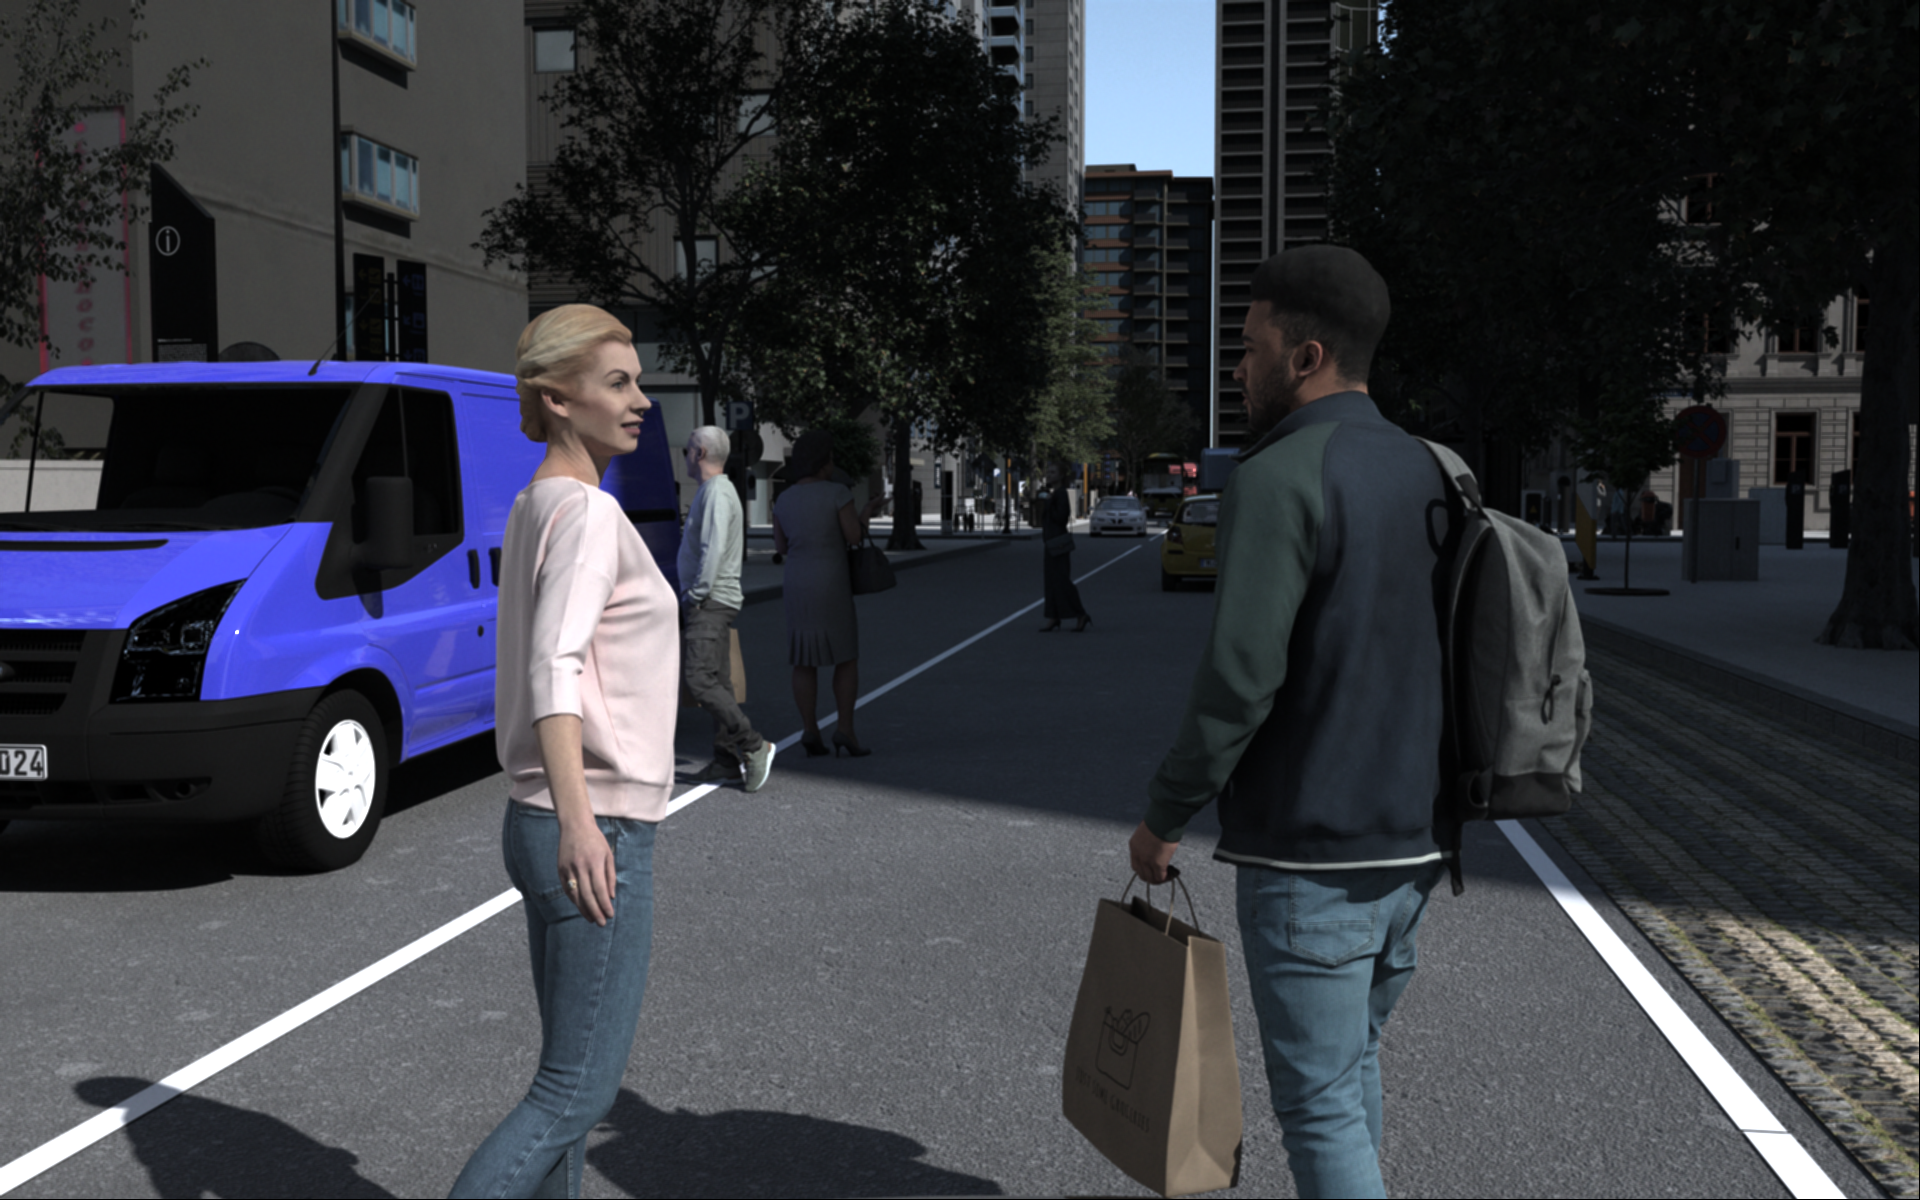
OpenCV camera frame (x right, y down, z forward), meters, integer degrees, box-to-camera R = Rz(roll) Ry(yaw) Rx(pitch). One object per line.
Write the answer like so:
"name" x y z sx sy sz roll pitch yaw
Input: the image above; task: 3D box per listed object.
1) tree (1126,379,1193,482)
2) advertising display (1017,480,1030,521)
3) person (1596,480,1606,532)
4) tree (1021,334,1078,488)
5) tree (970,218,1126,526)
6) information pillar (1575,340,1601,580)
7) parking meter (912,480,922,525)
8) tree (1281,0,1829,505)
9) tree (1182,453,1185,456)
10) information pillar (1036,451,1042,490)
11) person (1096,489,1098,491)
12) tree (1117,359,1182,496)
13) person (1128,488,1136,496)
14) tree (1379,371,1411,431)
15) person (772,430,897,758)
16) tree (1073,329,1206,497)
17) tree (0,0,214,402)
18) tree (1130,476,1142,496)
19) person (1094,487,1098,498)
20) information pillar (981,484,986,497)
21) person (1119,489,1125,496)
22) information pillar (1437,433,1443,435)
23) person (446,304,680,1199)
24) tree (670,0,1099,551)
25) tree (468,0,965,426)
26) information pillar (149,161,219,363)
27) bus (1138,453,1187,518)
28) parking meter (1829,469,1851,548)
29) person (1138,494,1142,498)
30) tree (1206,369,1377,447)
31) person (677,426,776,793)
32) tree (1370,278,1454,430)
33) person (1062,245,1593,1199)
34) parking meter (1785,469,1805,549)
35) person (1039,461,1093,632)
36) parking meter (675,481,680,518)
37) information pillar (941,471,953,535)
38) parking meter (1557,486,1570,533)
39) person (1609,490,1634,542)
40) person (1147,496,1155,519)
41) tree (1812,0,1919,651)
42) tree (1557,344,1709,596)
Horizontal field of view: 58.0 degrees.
"tree" 19.209 -15.429 170.385 7.486 12.596 7.792 0 3 0
"advertising display" 3.126 -4.647 81.189 0.974 1.923 0.123 -1 4 -20
"person" 21.763 -3.242 59.224 0.473 1.802 0.592 0 4 -2
"tree" 3.451 -7.693 76.148 4.737 8.622 4.395 0 3 0
"tree" 2.517 -9.253 69.416 7.486 12.596 7.792 0 3 0
"information pillar" 9.395 -2.114 25.911 0.183 3.616 0.504 -1 4 -9
"parking meter" -1.777 -4.057 72.044 0.399 1.863 0.255 0 4 -7
"tree" 10.487 -7.206 34.821 9.611 12.733 9.660 0 3 0
"tree" 23.374 -14.943 194.687 4.737 8.622 4.395 0 3 0
"information pillar" 4.002 -5.995 89.374 0.504 3.616 0.183 2 4 27
"person" 10.945 -8.081 139.105 0.436 1.711 0.756 0 4 3
"tree" 11.736 -11.297 119.120 7.601 10.594 8.767 0 4 2
"person" 13.032 -7.621 131.592 0.756 1.711 0.436 -1 4 -11
"tree" 24.174 -9.249 101.588 4.360 8.622 3.978 0 3 0
"person" -0.648 -0.038 9.486 0.716 1.782 0.532 2 4 26
"tree" 12.928 -13.417 129.740 12.009 13.543 11.850 0 3 0
"tree" -10.342 -4.131 17.909 4.360 8.622 3.978 0 3 0
"tree" 16.009 -9.733 153.739 1.663 3.219 1.824 0 3 0
"person" 9.524 -7.106 122.576 0.721 1.781 0.623 1 4 14
"information pillar" 1.646 -7.139 121.219 0.304 2.012 0.304 3 4 36
"person" 17.476 -11.063 186.914 0.705 1.826 1.348 -2 4 -26
"information pillar" 16.948 -4.282 61.365 0.183 3.616 0.504 -1 4 -9
"person" -0.691 0.395 2.721 0.598 1.740 0.731 -2 4 -35
"tree" -1.349 -7.489 39.452 9.611 12.733 9.660 0 3 0
"tree" -3.463 -5.560 25.318 8.767 10.594 7.601 2 4 34
"information pillar" -5.473 -1.278 12.258 0.504 3.616 0.183 1 4 17
"bus" 12.639 -7.097 107.587 2.896 3.916 12.252 0 4 7
"parking meter" 20.776 -2.153 40.917 0.399 1.863 0.255 0 4 5
"person" 18.140 -10.015 169.799 1.348 1.822 0.705 0 4 -5
"tree" 23.688 -12.666 117.458 12.009 13.543 11.850 0 3 0
"person" -1.184 0.023 8.613 0.515 1.767 0.782 0 4 -7
"tree" 16.885 -8.778 69.277 9.928 11.665 9.643 0 3 0
"person" 0.543 0.351 2.746 0.794 1.824 0.713 -1 4 -20
"parking meter" 19.421 -2.116 40.307 0.399 1.863 0.255 2 4 24
"person" 1.061 -0.559 18.062 0.534 1.772 0.576 -2 4 -26
"parking meter" -4.576 -1.148 27.180 0.372 1.533 0.369 0 3 0
"information pillar" -0.414 -3.086 54.950 0.304 2.012 0.304 -1 4 -22
"parking meter" 19.852 -2.969 56.957 0.372 1.533 0.369 0 3 0
"person" 18.834 -2.511 49.422 0.748 1.841 0.638 2 4 33
"person" 11.075 -5.364 100.476 0.475 1.303 0.640 1 4 16
"tree" 7.731 -5.941 14.141 9.611 12.733 9.660 0 3 0
"tree" 8.474 -1.693 22.281 1.663 3.219 1.824 0 3 0
